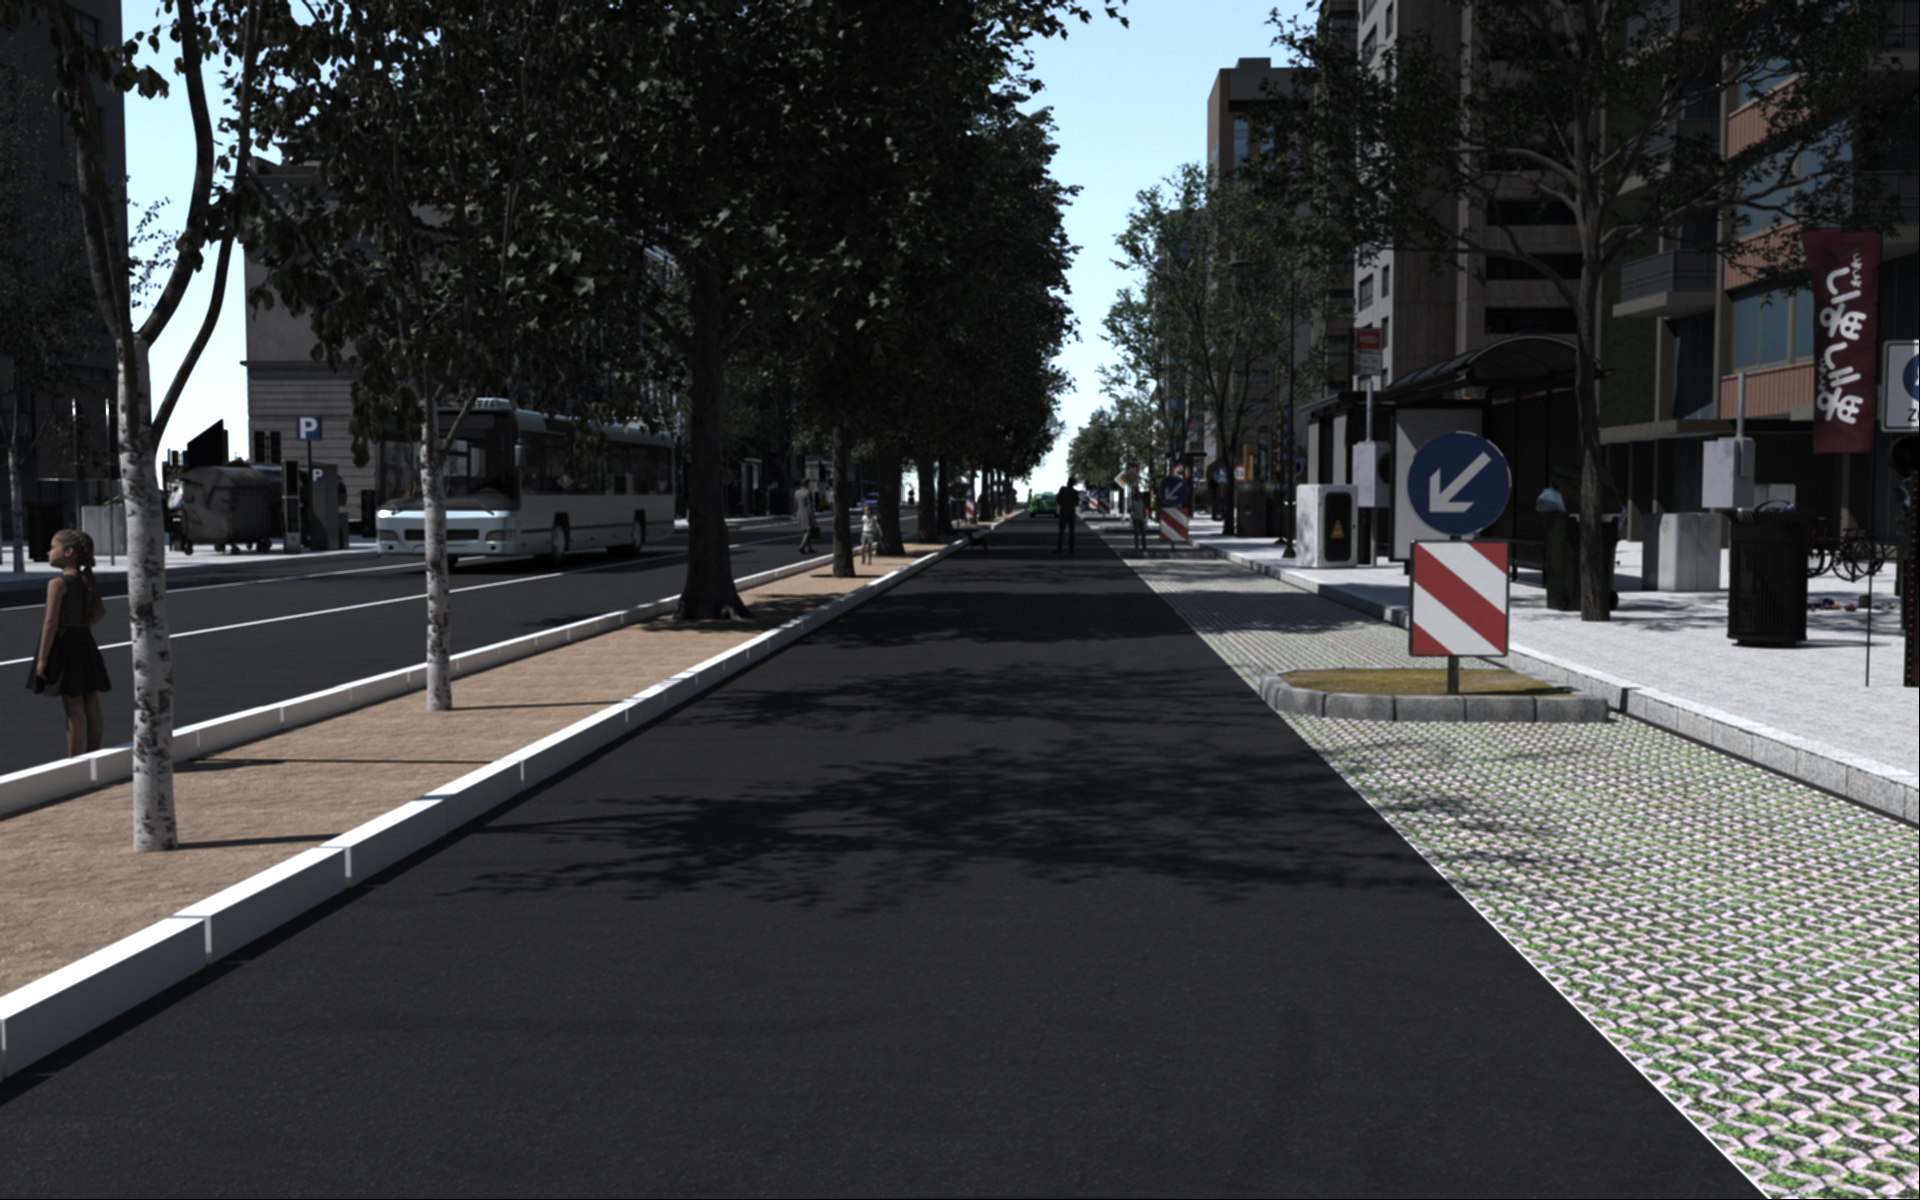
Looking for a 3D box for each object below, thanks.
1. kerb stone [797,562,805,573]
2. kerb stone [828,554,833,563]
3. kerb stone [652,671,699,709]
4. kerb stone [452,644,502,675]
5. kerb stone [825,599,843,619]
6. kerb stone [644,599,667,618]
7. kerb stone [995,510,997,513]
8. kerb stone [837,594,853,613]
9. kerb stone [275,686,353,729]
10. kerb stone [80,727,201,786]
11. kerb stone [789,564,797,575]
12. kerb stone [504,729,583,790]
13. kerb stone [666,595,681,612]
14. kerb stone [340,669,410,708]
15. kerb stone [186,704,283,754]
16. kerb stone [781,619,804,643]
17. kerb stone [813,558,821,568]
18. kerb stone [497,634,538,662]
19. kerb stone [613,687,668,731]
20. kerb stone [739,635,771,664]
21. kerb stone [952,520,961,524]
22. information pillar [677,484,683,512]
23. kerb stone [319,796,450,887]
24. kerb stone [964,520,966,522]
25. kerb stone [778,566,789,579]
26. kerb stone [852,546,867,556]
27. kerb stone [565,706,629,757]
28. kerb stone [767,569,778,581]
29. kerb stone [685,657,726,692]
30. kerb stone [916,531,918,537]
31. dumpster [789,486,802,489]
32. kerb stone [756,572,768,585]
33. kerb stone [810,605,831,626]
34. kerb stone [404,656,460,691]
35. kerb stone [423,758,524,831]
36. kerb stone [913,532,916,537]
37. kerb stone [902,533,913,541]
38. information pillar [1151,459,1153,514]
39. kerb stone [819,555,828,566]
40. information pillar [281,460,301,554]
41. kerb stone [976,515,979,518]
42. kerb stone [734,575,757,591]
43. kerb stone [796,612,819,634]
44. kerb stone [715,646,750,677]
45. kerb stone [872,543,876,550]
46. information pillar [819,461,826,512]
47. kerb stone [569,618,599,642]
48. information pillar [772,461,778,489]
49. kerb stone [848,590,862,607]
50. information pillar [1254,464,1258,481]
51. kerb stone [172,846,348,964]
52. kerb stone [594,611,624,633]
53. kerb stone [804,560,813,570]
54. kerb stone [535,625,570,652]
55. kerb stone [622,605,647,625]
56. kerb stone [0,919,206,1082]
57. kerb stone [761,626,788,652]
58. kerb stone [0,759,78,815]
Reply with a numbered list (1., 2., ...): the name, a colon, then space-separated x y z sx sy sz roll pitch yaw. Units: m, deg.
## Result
1. kerb stone: -2.987 -0.563 31.466 0.120 0.150 1.000 0 4 3
2. kerb stone: -2.757 -0.817 35.548 0.120 0.150 1.000 0 4 3
3. kerb stone: -1.976 0.630 11.922 0.120 0.150 1.000 0 4 3
4. kerb stone: -3.956 0.498 14.049 0.120 0.150 1.000 0 4 3
5. kerb stone: -1.513 0.128 20.107 0.120 0.150 1.000 0 4 3
6. kerb stone: -3.615 0.124 20.199 0.120 0.150 1.000 0 4 3
7. kerb stone: 3.155 -7.298 141.521 0.120 0.150 1.000 0 4 3
8. kerb stone: -1.456 0.065 21.129 0.120 0.150 1.000 0 4 3
9. kerb stone: -4.125 0.690 10.980 0.120 0.150 1.000 0 4 3
10. kerb stone: -4.234 0.812 8.927 0.120 0.150 1.000 0 4 3
11. kerb stone: -3.038 -0.504 30.442 0.120 0.150 1.000 0 4 3
12. kerb stone: -2.138 0.816 8.857 0.120 0.150 1.000 0 4 3
13. kerb stone: -3.556 0.062 21.220 0.120 0.150 1.000 0 4 3
14. kerb stone: -4.074 0.623 12.002 0.120 0.150 1.000 0 4 3
15. kerb stone: -4.187 0.749 9.954 0.120 0.150 1.000 0 4 3
16. kerb stone: -1.688 0.320 17.037 0.120 0.150 1.000 0 4 3
17. kerb stone: -2.872 -0.687 33.507 0.120 0.150 1.000 0 4 3
18. kerb stone: -3.903 0.436 15.070 0.120 0.150 1.000 0 4 3
19. kerb stone: -2.029 0.695 10.902 0.120 0.150 1.000 0 4 3
20. kerb stone: -1.803 0.445 14.987 0.120 0.150 1.000 0 4 3
21. kerb stone: -0.152 -3.666 82.140 0.120 0.150 1.000 0 4 3
22. information pillar: -19.579 -7.130 121.063 0.304 2.012 0.304 -2 4 -35
23. kerb stone: -2.250 0.941 6.810 0.120 0.150 1.000 0 4 3
24. kerb stone: 0.128 -3.979 87.251 0.120 0.150 1.000 0 4 3
25. kerb stone: -3.090 -0.442 29.420 0.120 0.150 1.000 0 4 3
26. kerb stone: -2.413 -1.192 41.689 0.120 0.150 1.000 0 4 3
27. kerb stone: -2.089 0.757 9.881 0.120 0.150 1.000 0 4 3
28. kerb stone: -3.166 -0.377 28.397 0.120 0.150 1.000 0 4 3
29. kerb stone: -1.920 0.567 12.943 0.120 0.150 1.000 0 4 3
30. kerb stone: -1.569 -2.129 57.059 0.120 0.150 1.000 0 4 3
31. dumpster: -11.542 -7.114 122.077 1.264 1.857 1.865 0 4 3
32. kerb stone: -3.212 -0.317 27.372 0.120 0.150 1.000 0 4 3
33. kerb stone: -1.570 0.191 19.080 0.120 0.150 1.000 0 4 3
34. kerb stone: -4.012 0.561 13.023 0.120 0.150 1.000 0 4 3
35. kerb stone: -2.198 0.879 7.831 0.120 0.150 1.000 0 4 3
36. kerb stone: -1.610 -2.070 56.036 0.120 0.150 1.000 0 4 3
37. kerb stone: -1.674 -2.004 55.003 0.120 0.150 1.000 0 4 3
38. information pillar: 12.640 -7.513 114.193 0.183 3.616 0.504 -1 4 -9
39. kerb stone: -2.807 -0.754 34.527 0.120 0.150 1.000 0 4 3
40. information pillar: -14.360 -2.000 37.185 0.304 2.012 0.304 -2 4 -32
41. kerb stone: 1.260 -5.225 107.723 0.120 0.150 1.000 0 4 3
42. kerb stone: -3.271 -0.254 26.342 0.120 0.150 1.000 0 4 3
43. kerb stone: -1.629 0.256 18.059 0.120 0.150 1.000 0 4 3
44. kerb stone: -1.863 0.507 13.964 0.120 0.150 1.000 0 4 3
45. kerb stone: -2.299 -1.317 43.730 0.120 0.150 1.000 0 4 3
46. information pillar: -9.627 -7.929 120.996 0.504 3.616 0.183 0 4 5
47. kerb stone: -3.784 0.310 17.123 0.120 0.150 1.000 0 4 3
48. information pillar: -13.095 -8.040 122.815 0.504 3.616 0.183 0 4 2
49. kerb stone: -1.402 0.006 22.150 0.120 0.150 1.000 0 4 3
50. information pillar: 23.029 -8.748 134.389 0.504 3.616 0.183 -1 4 -12
51. kerb stone: -2.314 1.005 5.780 0.120 0.150 1.000 0 4 3
52. kerb stone: -3.730 0.248 18.144 0.120 0.150 1.000 0 4 3
53. kerb stone: -2.932 -0.629 32.486 0.120 0.150 1.000 0 4 3
54. kerb stone: -3.844 0.373 16.090 0.120 0.150 1.000 0 4 3
55. kerb stone: -3.672 0.188 19.173 0.120 0.150 1.000 0 4 3
56. kerb stone: -2.373 1.071 4.750 0.120 0.150 1.000 0 4 3
57. kerb stone: -1.747 0.378 16.014 0.120 0.150 1.000 0 4 3
58. kerb stone: -4.299 0.875 7.898 0.120 0.150 1.000 0 4 3
